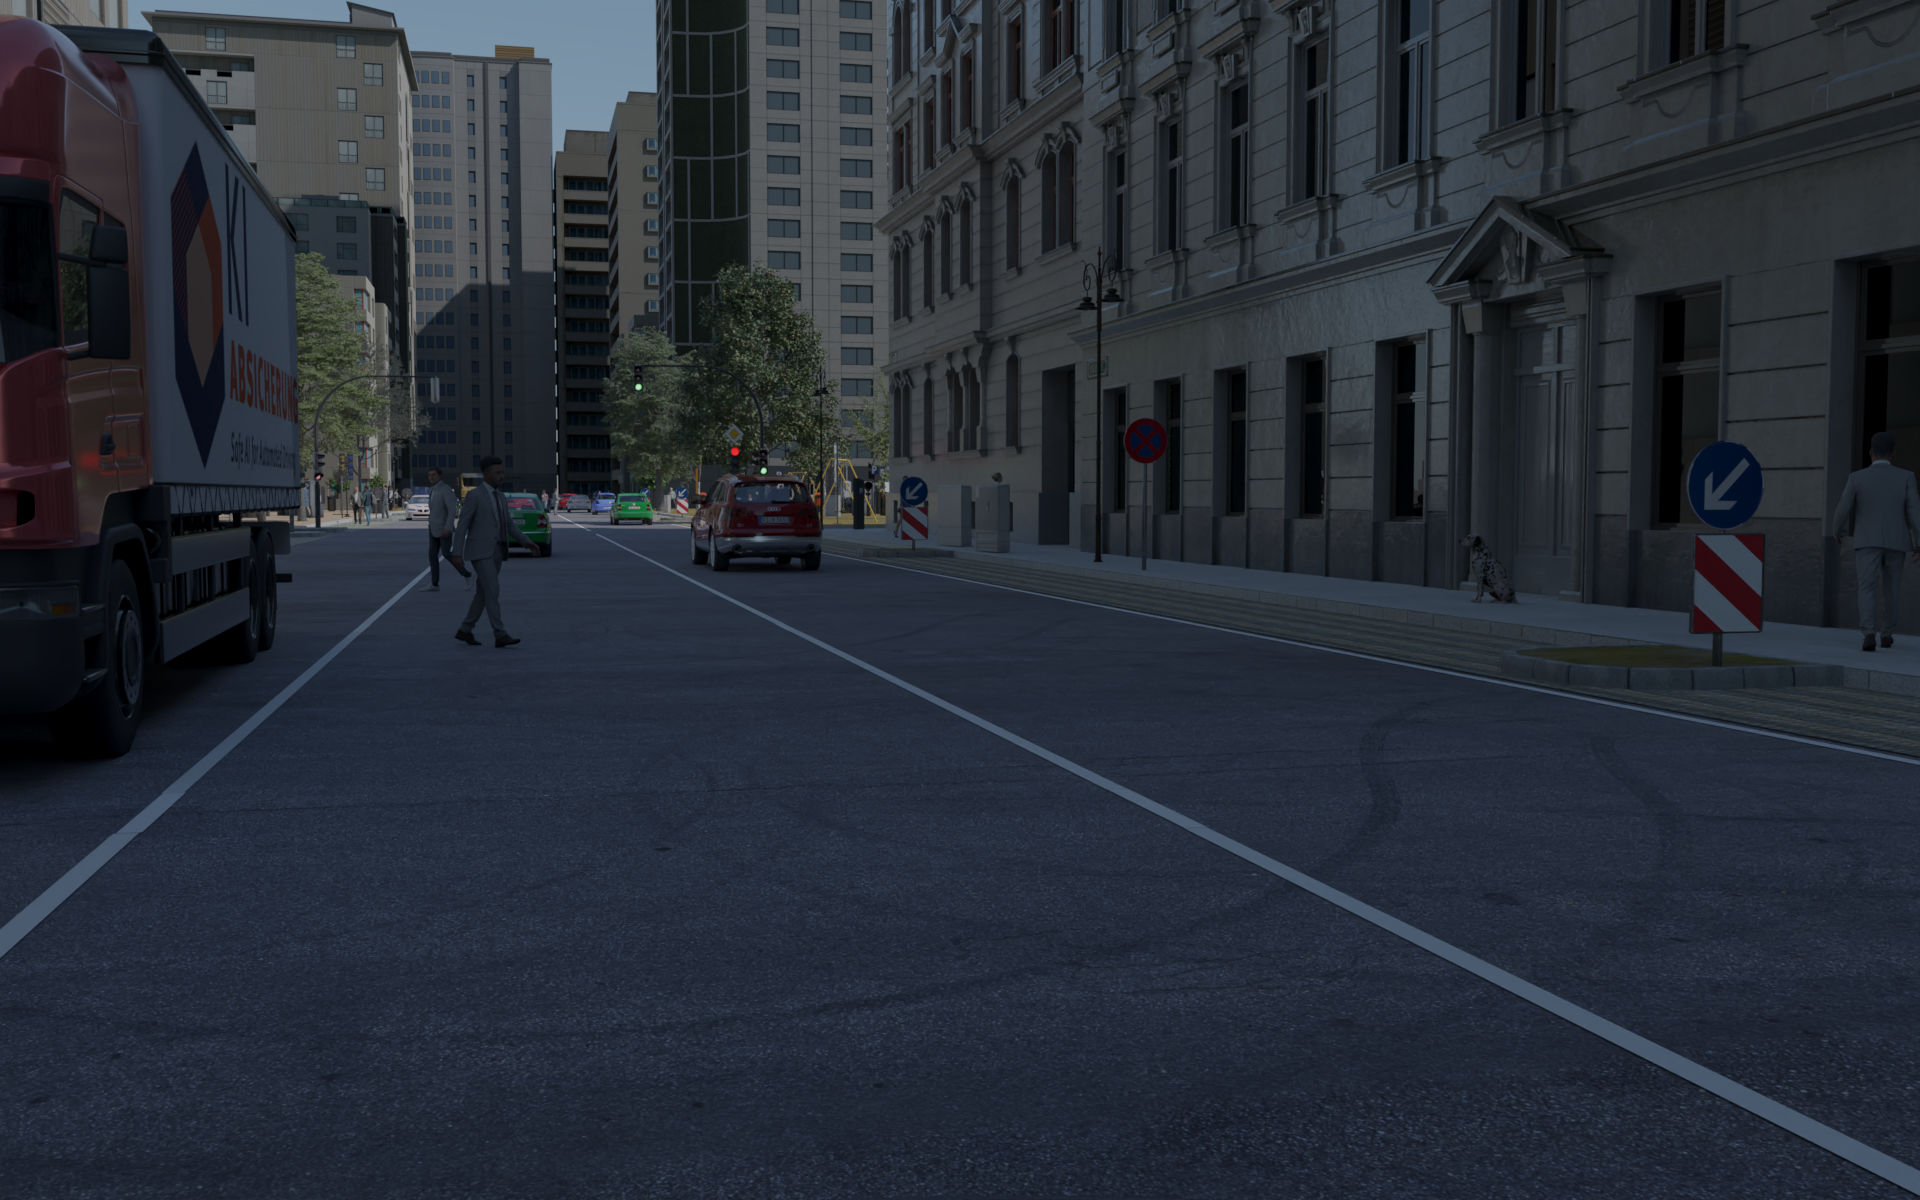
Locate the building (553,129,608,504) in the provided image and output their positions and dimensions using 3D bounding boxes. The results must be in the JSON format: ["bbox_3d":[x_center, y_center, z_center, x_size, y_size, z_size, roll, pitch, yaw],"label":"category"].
[{"bbox_3d":[-44.055,-37.403,235.237,21.600,48.544,21.300,-1,4,-14],"label":"building"}]

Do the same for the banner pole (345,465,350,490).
[{"bbox_3d":[-46.831,-8.666,131.702,0.863,3.779,0.401,-2,4,-30],"label":"banner pole"}]

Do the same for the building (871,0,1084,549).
[{"bbox_3d":[6.137,-16.159,51.590,14.401,28.519,23.554,-1,4,-14],"label":"building"}]

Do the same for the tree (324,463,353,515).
[{"bbox_3d":[-38.511,-6.889,107.240,1.663,3.219,1.824,0,3,0],"label":"tree"}]

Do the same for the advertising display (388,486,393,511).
[{"bbox_3d":[-43.273,-7.730,131.598,0.123,1.923,0.974,0,4,-2],"label":"advertising display"}]

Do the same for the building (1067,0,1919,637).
[{"bbox_3d":[15.640,-14.828,18.855,17.030,29.872,44.131,-1,4,-14],"label":"building"}]

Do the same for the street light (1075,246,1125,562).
[{"bbox_3d":[2.602,-3.650,32.461,0.468,5.910,1.993,-1,4,-14],"label":"street light"}]

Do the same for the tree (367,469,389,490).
[{"bbox_3d":[-44.917,-8.508,133.715,1.663,3.219,1.824,0,3,0],"label":"tree"}]

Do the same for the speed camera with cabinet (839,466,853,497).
[{"bbox_3d":[-7.606,-7.880,123.177,2.038,3.252,0.660,-3,4,-38],"label":"speed camera with cabinet"}]

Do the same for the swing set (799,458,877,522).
[{"bbox_3d":[-5.337,-4.872,77.274,2.862,2.851,3.119,1,4,9],"label":"swing set"}]

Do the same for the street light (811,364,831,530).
[{"bbox_3d":[-4.951,-5.441,61.749,0.468,5.910,1.993,-1,4,-14],"label":"street light"}]

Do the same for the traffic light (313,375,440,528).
[{"bbox_3d":[-22.338,-5.597,66.182,4.771,5.953,1.251,-1,4,-14],"label":"traffic light"}]

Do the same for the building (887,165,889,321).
[{"bbox_3d":[-9.987,-32.642,217.292,14.086,41.232,14.154,-1,4,-14],"label":"building"}]

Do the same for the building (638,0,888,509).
[{"bbox_3d":[-18.766,-44.032,158.174,20.563,71.187,20.611,-1,4,-14],"label":"building"}]

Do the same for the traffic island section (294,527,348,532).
[{"bbox_3d":[-24.384,-2.659,65.755,2.009,0.180,2.903,-1,4,-14],"label":"traffic island section"}]

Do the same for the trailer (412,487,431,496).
[{"bbox_3d":[-42.139,-7.826,135.009,1.471,1.999,3.904,-1,4,-14],"label":"trailer"}]

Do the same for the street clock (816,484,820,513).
[{"bbox_3d":[-9.808,-7.066,120.098,0.358,2.002,0.471,1,4,15],"label":"street clock"}]

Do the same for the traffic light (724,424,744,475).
[{"bbox_3d":[-9.080,-4.932,69.554,0.839,4.253,0.868,-1,4,-14],"label":"traffic light"}]

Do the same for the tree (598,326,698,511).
[{"bbox_3d":[-22.631,-13.692,130.524,9.857,13.997,8.962,0,3,0],"label":"tree"}]

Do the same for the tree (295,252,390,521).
[{"bbox_3d":[-30.628,-9.943,80.687,7.486,12.596,7.792,0,3,0],"label":"tree"}]

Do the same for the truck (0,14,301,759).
[{"bbox_3d":[-6.596,-1.437,12.415,2.839,4.237,11.283,-1,4,-15],"label":"truck"}]

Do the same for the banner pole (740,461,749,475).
[{"bbox_3d":[-15.083,-8.056,121.733,0.863,3.779,0.401,0,4,3],"label":"banner pole"}]

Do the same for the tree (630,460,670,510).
[{"bbox_3d":[-25.932,-9.883,145.303,4.285,4.588,4.351,0,3,0],"label":"tree"}]

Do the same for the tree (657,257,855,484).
[{"bbox_3d":[-9.910,-10.213,83.992,9.611,12.733,9.660,0,3,0],"label":"tree"}]

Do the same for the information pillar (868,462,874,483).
[{"bbox_3d":[-6.444,-8.236,126.010,0.504,3.616,0.183,1,4,14],"label":"information pillar"}]

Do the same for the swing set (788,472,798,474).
[{"bbox_3d":[-11.512,-7.716,123.777,2.862,2.851,3.119,-2,4,-30],"label":"swing set"}]

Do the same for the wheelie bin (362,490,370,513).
[{"bbox_3d":[-41.228,-6.879,120.382,0.980,1.594,0.693,2,4,34],"label":"wheelie bin"}]

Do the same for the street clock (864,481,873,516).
[{"bbox_3d":[-5.270,-5.807,99.516,0.471,2.002,0.358,-1,4,-18],"label":"street clock"}]

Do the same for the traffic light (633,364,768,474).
[{"bbox_3d":[-9.096,-5.290,61.162,4.771,5.953,1.251,-1,4,-14],"label":"traffic light"}]

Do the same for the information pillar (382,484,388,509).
[{"bbox_3d":[-43.338,-7.707,130.501,0.304,2.012,0.304,3,5,45],"label":"information pillar"}]

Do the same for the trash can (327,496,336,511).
[{"bbox_3d":[-46.419,-7.113,127.958,0.748,1.137,0.748,0,3,0],"label":"trash can"}]

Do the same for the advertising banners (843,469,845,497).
[{"bbox_3d":[-7.855,-7.389,116.993,0.090,3.025,2.074,0,4,-2],"label":"advertising banners"}]

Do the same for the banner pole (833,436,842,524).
[{"bbox_3d":[-5.287,-5.139,74.038,0.401,3.779,0.863,1,4,9],"label":"banner pole"}]

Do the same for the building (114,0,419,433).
[{"bbox_3d":[-74.870,-36.903,192.608,27.495,52.752,28.713,-1,4,-14],"label":"building"}]

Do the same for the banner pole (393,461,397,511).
[{"bbox_3d":[-43.357,-8.725,132.677,0.401,3.779,0.863,-1,4,-16],"label":"banner pole"}]

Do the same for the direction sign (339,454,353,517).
[{"bbox_3d":[-34.437,-6.436,97.231,0.379,3.537,0.876,2,4,35],"label":"direction sign"}]

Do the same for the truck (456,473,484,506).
[{"bbox_3d":[-45.323,-10.164,162.104,3.469,3.379,9.791,-1,4,-15],"label":"truck"}]

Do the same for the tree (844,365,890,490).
[{"bbox_3d":[-4.016,-8.913,96.096,4.737,8.622,4.395,0,3,0],"label":"tree"}]

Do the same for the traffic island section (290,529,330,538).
[{"bbox_3d":[-22.397,-2.186,58.020,2.009,0.180,2.903,-1,4,-14],"label":"traffic island section"}]

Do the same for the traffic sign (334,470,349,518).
[{"bbox_3d":[-32.974,-5.644,92.377,0.768,2.556,0.104,0,4,-6],"label":"traffic sign"}]

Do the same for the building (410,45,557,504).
[{"bbox_3d":[-68.236,-42.017,228.974,28.212,58.520,21.231,-1,4,-14],"label":"building"}]

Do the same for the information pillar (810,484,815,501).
[{"bbox_3d":[-10.314,-7.123,120.956,0.304,2.012,0.304,0,4,8],"label":"information pillar"}]

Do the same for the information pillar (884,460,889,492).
[{"bbox_3d":[-5.050,-7.851,119.724,0.183,3.616,0.504,3,4,38],"label":"information pillar"}]

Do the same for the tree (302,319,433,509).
[{"bbox_3d":[-42.371,-12.924,121.675,12.009,13.543,11.850,0,3,0],"label":"tree"}]

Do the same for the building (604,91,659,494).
[{"bbox_3d":[-30.595,-35.698,207.363,21.300,48.544,21.600,-1,4,-14],"label":"building"}]

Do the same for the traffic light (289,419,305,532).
[{"bbox_3d":[-22.355,-4.219,57.896,0.839,4.253,0.868,-1,4,-14],"label":"traffic light"}]

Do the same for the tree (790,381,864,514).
[{"bbox_3d":[-8.461,-9.767,110.055,4.360,8.622,3.978,0,3,0],"label":"tree"}]

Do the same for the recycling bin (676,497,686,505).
[{"bbox_3d":[-22.332,-7.721,138.786,0.722,1.027,0.722,0,4,-5],"label":"recycling bin"}]

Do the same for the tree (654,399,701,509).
[{"bbox_3d":[-16.055,-9.443,104.757,4.360,8.622,3.978,0,3,0],"label":"tree"}]

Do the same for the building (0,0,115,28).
[{"bbox_3d":[-34.700,-27.342,36.284,27.495,52.752,28.713,-1,4,-14],"label":"building"}]

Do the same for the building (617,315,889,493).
[{"bbox_3d":[-21.573,-20.761,184.479,27.650,21.520,28.899,-1,4,-14],"label":"building"}]

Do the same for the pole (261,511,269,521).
[{"bbox_3d":[-30.571,-5.022,75.947,0.158,3.312,0.155,0,3,0],"label":"pole"}]

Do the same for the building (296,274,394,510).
[{"bbox_3d":[-64.023,-18.539,148.147,27.650,21.520,28.899,-1,4,-14],"label":"building"}]

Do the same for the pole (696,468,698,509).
[{"bbox_3d":[-20.911,-8.793,137.614,0.158,3.312,0.155,0,3,0],"label":"pole"}]

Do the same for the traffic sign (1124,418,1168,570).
[{"bbox_3d":[3.102,-1.774,29.112,0.768,2.556,0.104,-1,4,-12],"label":"traffic sign"}]

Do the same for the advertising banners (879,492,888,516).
[{"bbox_3d":[-3.751,-6.473,102.022,2.074,3.025,0.090,0,3,0],"label":"advertising banners"}]

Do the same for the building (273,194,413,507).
[{"bbox_3d":[-62.144,-24.449,171.440,14.160,30.474,14.107,-1,4,-14],"label":"building"}]
